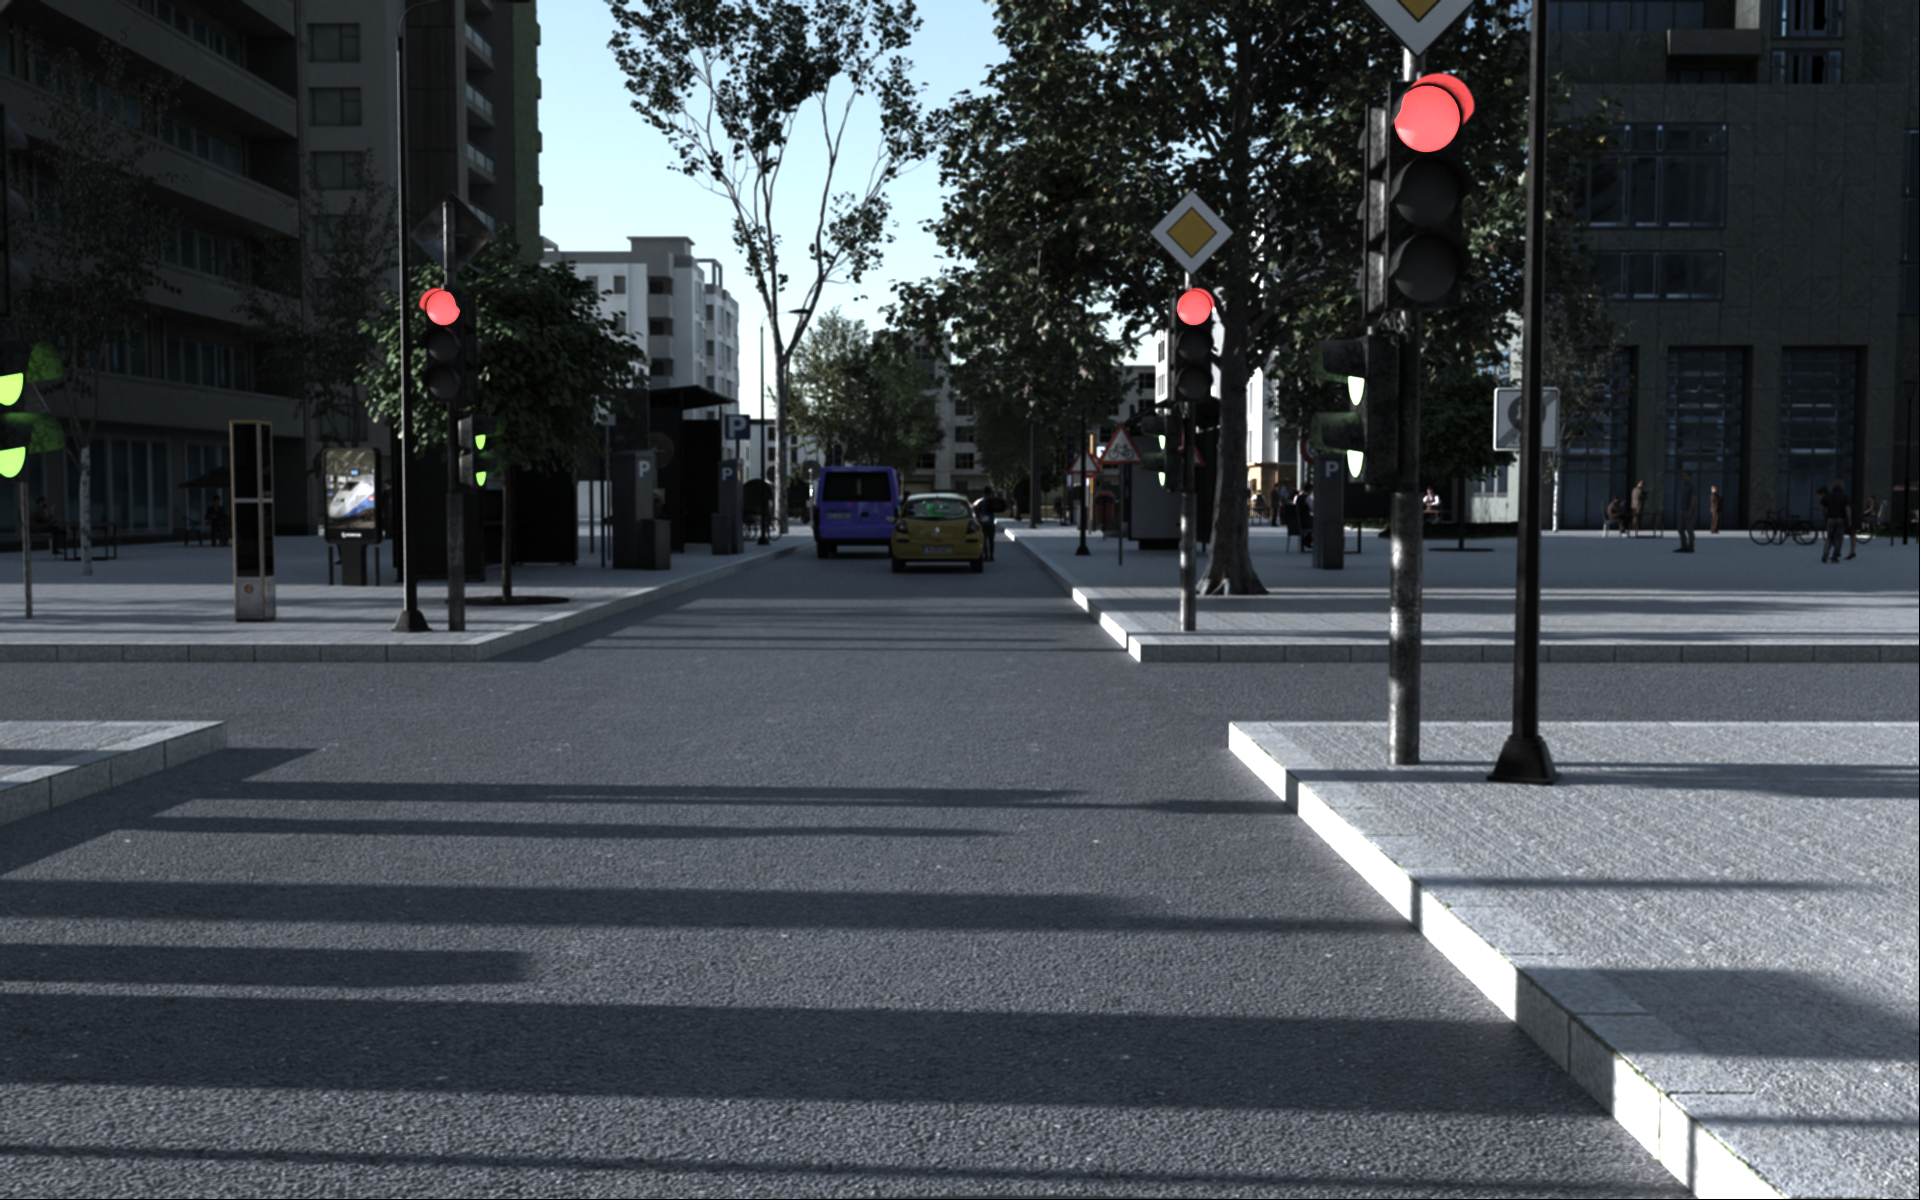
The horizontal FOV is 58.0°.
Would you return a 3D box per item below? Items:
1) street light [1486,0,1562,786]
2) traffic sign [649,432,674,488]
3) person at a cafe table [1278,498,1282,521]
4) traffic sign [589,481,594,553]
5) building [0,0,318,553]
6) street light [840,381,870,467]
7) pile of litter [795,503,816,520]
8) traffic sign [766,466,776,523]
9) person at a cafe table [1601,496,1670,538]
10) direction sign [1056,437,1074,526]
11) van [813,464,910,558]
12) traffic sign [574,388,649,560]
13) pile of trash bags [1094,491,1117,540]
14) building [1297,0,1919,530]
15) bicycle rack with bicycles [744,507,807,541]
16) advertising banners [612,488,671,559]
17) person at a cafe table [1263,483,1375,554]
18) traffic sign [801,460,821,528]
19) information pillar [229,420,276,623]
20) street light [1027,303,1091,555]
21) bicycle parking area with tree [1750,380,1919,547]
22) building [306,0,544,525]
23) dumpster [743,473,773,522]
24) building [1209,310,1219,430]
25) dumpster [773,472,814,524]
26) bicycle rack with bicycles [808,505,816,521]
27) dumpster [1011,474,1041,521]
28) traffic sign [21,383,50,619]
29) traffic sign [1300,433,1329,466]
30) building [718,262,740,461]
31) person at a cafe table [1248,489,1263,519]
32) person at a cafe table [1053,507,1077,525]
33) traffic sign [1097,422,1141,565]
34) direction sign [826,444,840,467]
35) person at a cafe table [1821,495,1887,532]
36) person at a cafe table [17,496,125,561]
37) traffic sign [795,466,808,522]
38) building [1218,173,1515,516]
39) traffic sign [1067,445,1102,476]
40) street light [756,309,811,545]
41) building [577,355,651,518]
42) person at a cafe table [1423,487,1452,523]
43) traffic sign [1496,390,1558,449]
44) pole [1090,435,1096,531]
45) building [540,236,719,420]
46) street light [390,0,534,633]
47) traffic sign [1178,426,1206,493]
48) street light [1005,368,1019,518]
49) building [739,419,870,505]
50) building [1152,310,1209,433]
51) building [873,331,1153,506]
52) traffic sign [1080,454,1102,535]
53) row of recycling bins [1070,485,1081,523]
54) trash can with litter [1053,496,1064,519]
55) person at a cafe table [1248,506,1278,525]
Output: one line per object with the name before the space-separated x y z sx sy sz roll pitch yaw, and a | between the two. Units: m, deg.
street light | 1.998 -2.146 7.621 1.470 5.913 1.316 0 4 0
traffic sign | -6.237 -2.160 35.429 0.768 2.556 0.104 0 4 6
person at a cafe table | 15.869 -4.479 84.097 1.698 1.238 1.726 0 4 -5
traffic sign | -7.994 -2.290 37.554 0.768 2.556 0.104 1 4 9
building | -30.636 -25.580 41.943 21.300 48.544 21.600 0 4 0
street light | -4.386 -6.049 71.441 1.470 5.913 1.316 0 4 0
pile of litter | -7.390 -4.370 85.407 1.719 0.858 1.176 0 4 5
traffic sign | -8.275 -4.723 77.330 0.768 2.556 0.104 1 4 8
person at a cafe table | 19.920 -2.472 51.270 1.726 1.238 1.698 2 4 33
direction sign | 4.202 -4.737 69.449 0.876 3.537 0.379 3 4 39
van | -2.303 -2.211 40.539 2.240 2.365 5.245 0 4 -1
traffic sign | -7.094 -2.416 33.380 2.265 3.308 0.079 0 4 7
pile of trash bags | 5.432 -2.349 48.153 3.447 1.369 1.912 1 4 10
building | 29.016 -46.559 73.919 22.319 86.520 31.000 0 4 0
bicycle rack with bicycles | -6.200 -2.075 47.307 2.925 0.926 2.852 -2 4 -30
advertising banners | -6.675 -2.338 34.412 2.074 3.025 0.090 -3 5 -41
person at a cafe table | 7.817 -1.780 37.622 1.622 1.524 1.698 -2 4 -29
traffic sign | -5.528 -3.940 64.520 0.768 2.556 0.104 0 4 4
information pillar | -7.088 -0.788 17.372 0.304 2.012 0.304 0 4 1
street light | 2.039 -3.893 36.199 1.470 5.913 1.316 0 4 0
bicycle parking area with tree | 24.587 -3.326 41.387 9.016 4.147 8.231 0 4 -3
building | -27.056 -24.001 76.013 14.154 41.232 14.086 0 4 0
dumpster | -9.227 -4.693 79.222 1.502 2.255 1.985 0 4 0
building | 24.974 -15.893 116.274 16.016 20.091 11.380 0 4 0
dumpster | -7.140 -4.435 75.008 1.502 2.255 1.985 0 4 0
bicycle rack with bicycles | -6.451 -4.211 82.229 2.925 0.926 2.852 2 4 32
dumpster | 3.239 -4.917 82.893 1.502 2.255 1.985 0 3 0
traffic sign | -9.567 -1.084 17.722 0.884 2.594 0.081 1 4 8
traffic sign | 6.783 -1.991 32.665 0.768 2.556 0.104 0 4 8
building | -24.820 -17.704 145.882 11.380 20.091 16.016 0 4 0
person at a cafe table | 15.315 -4.933 89.171 1.698 1.524 1.622 0 4 -3
person at a cafe table | 5.011 -3.693 71.241 1.698 1.238 1.726 -2 4 -34
traffic sign | 2.896 -1.906 31.173 0.884 2.594 0.081 0 4 1
direction sign | -5.812 -5.331 79.165 0.379 3.537 0.876 3 5 42
person at a cafe table | 29.961 -2.876 57.878 1.726 1.238 1.698 3 5 42
person at a cafe table | -17.329 -1.397 33.699 1.726 1.238 1.698 -1 4 -18
traffic sign | -7.274 -4.858 79.527 0.768 2.556 0.104 0 4 3
building | 24.689 -15.199 104.916 16.016 20.091 11.380 0 4 0
traffic sign | 3.201 -2.731 44.654 0.884 2.594 0.081 0 4 1
street light | -4.426 -4.344 43.566 1.470 5.913 1.316 0 4 0
building | -23.382 -10.015 105.888 9.099 9.664 28.070 0 4 0
person at a cafe table | 15.592 -3.028 58.022 1.698 1.524 1.622 3 5 41
traffic sign | 5.447 -0.893 16.725 0.606 2.300 0.079 0 4 4
pole | 4.567 -4.009 59.390 0.158 3.312 0.155 0 3 0
building | -26.517 -16.443 125.265 16.016 20.091 11.380 0 4 0
street light | -4.595 -2.660 16.026 1.470 5.913 1.316 0 4 0
traffic sign | 4.293 -2.042 33.384 0.884 2.594 0.081 0 4 8
street light | 2.127 -5.578 63.740 1.470 5.913 1.316 0 4 0
building | -23.503 -15.423 194.309 28.070 9.664 9.099 0 4 0
building | 25.692 -16.604 137.933 16.747 18.905 31.486 0 4 0
building | 6.308 -20.181 196.412 31.486 18.905 16.747 0 4 0
traffic sign | 4.080 -3.324 54.457 0.768 2.556 0.104 1 4 8
row of recycling bins | 5.750 -4.228 76.233 1.069 1.692 3.534 -1 4 -18
trash can with litter | 5.071 -4.743 88.929 0.624 1.170 1.055 1 4 10
person at a cafe table | 11.894 -3.708 71.485 1.726 1.238 1.698 2 4 30
